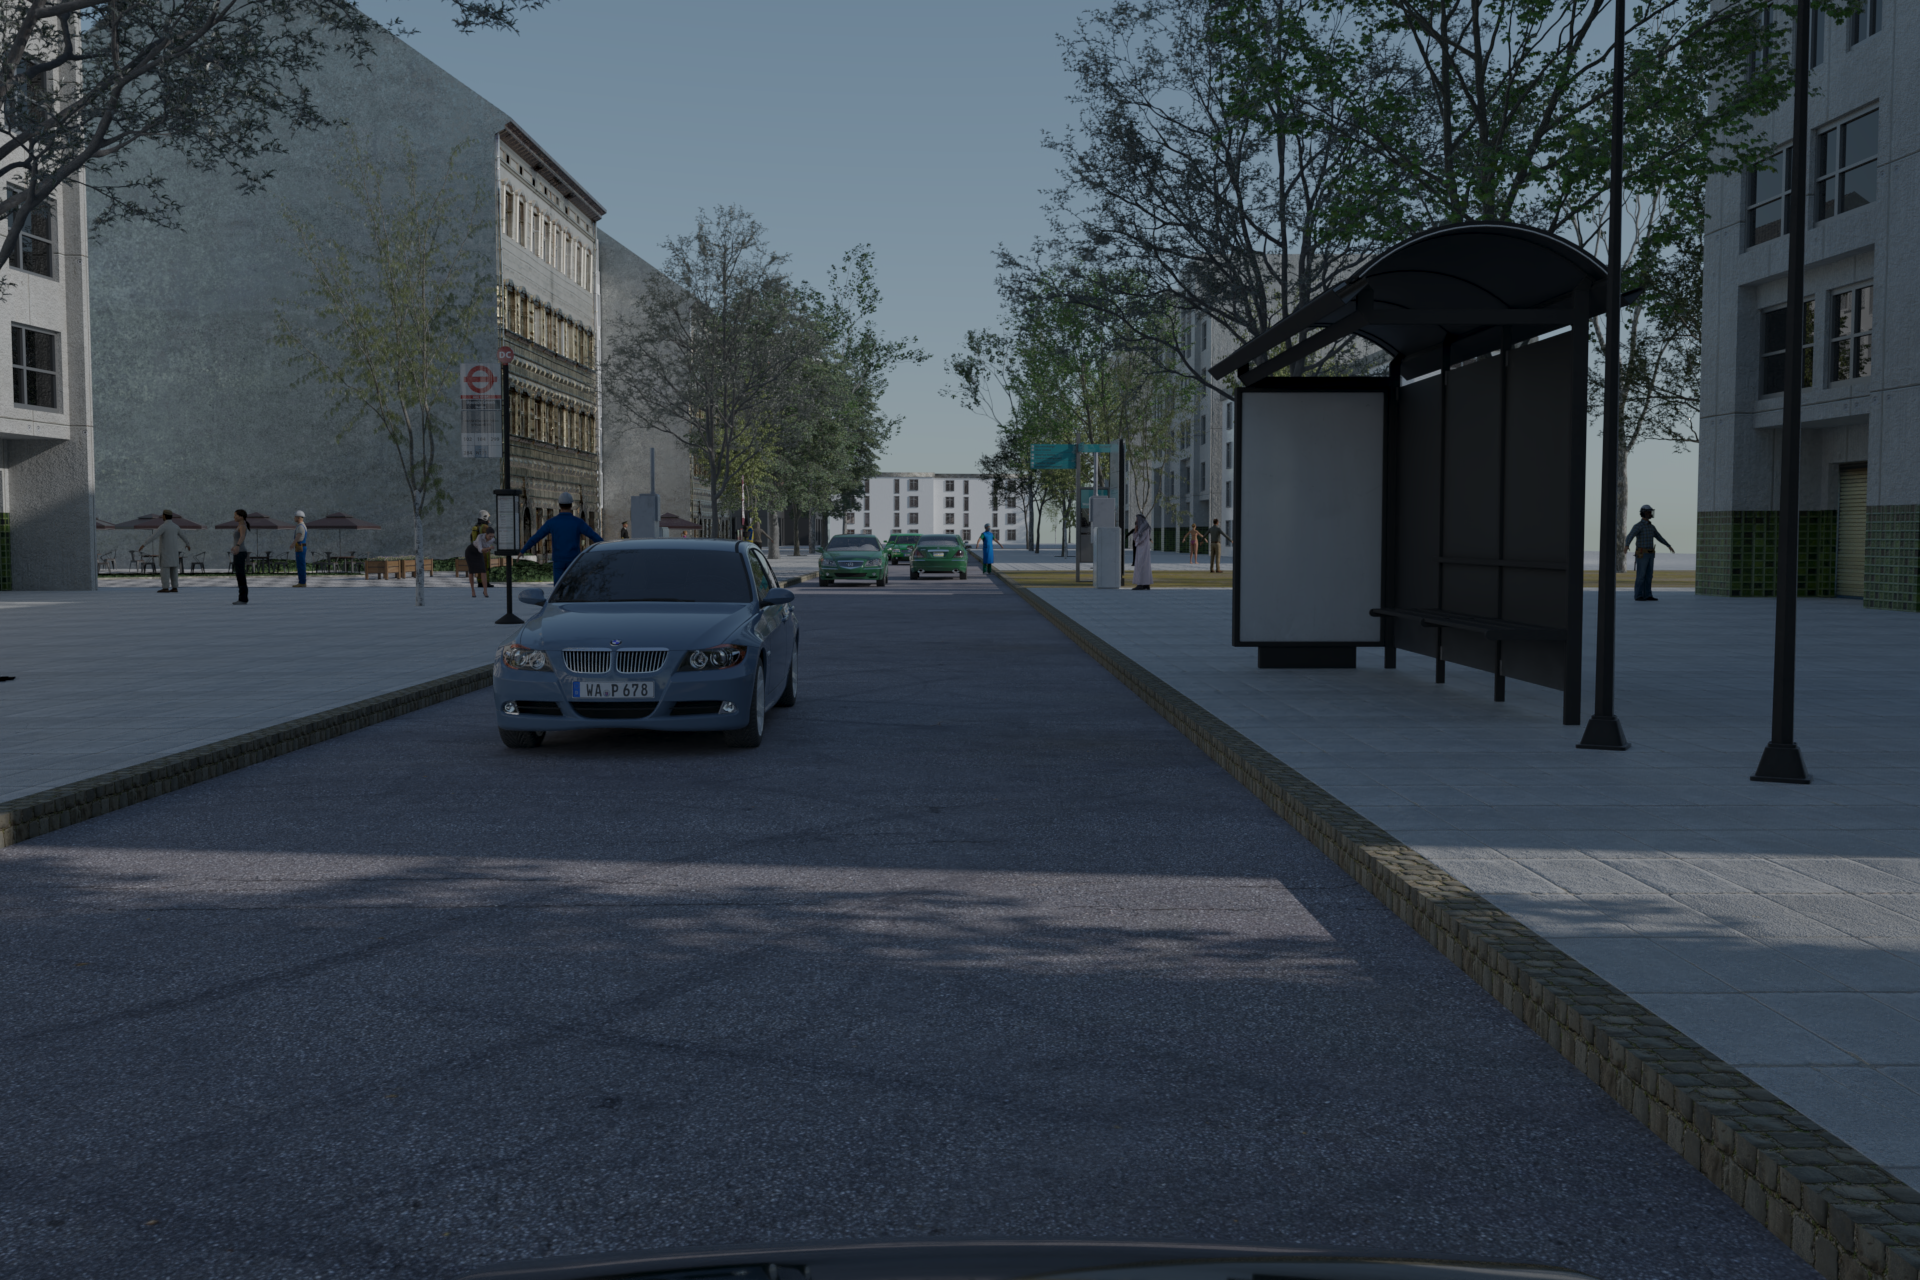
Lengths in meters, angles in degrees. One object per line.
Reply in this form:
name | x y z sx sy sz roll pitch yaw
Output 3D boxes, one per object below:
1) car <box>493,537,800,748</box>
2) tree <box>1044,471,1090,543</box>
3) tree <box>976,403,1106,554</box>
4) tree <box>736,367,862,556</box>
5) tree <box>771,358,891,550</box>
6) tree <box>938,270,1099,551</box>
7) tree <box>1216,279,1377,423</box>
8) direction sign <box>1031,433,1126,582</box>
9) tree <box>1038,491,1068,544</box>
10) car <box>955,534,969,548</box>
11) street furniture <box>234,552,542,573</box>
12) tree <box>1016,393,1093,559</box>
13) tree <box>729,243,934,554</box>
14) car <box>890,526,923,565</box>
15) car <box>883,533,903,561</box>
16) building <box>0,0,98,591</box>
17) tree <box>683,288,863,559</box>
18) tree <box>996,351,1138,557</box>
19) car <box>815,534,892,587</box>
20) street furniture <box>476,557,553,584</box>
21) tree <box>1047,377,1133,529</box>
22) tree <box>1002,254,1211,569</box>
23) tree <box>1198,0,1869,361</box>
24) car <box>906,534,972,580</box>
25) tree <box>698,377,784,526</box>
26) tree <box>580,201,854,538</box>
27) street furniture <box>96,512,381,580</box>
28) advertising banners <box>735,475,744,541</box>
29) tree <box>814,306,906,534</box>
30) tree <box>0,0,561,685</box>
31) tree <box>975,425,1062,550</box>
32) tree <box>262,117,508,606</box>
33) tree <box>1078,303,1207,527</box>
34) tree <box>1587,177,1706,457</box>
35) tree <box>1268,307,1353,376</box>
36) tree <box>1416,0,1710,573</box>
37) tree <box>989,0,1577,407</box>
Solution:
car | -2.216 -0.070 13.144 2.014 1.417 4.499 0 4 -1
tree | 15.047 -19.178 239.313 9.928 11.665 9.643 0 3 0
tree | 5.191 -10.970 113.766 8.767 10.594 7.601 -1 4 -21
tree | -9.454 -10.704 100.763 9.928 11.665 9.643 0 3 0
tree | -9.978 -13.436 126.331 9.857 13.997 8.962 0 3 0
tree | 4.758 -16.595 127.210 12.611 20.169 13.585 0 3 0
tree | 9.155 -5.999 48.452 4.737 8.622 4.395 0 3 0
direction sign | 3.149 -3.459 45.311 2.525 3.948 1.411 0 4 -2
tree | 13.059 -17.225 231.986 4.360 8.622 3.978 0 3 0
car | -0.617 -4.670 88.160 2.131 1.459 4.920 0 3 0
street furniture | -19.267 -2.679 59.421 10.072 0.657 5.734 0 4 -7
tree | 5.255 -8.470 88.850 4.737 8.622 4.395 0 3 0
tree | -8.484 -15.681 112.275 12.611 20.169 13.585 0 3 0
car | -2.309 -4.447 81.503 1.959 1.807 4.718 0 4 0
car | -3.128 -5.176 93.431 1.959 1.807 4.718 0 3 0
building | -27.828 -9.580 23.090 16.747 18.905 31.486 0 4 -1
tree | -9.606 -11.108 88.269 9.857 13.997 8.962 0 3 0
tree | 6.037 -10.473 96.981 9.928 11.665 9.643 0 3 0
car | -2.965 -2.260 48.746 2.131 1.459 4.920 0 4 -1
street furniture | -9.881 -1.976 47.927 5.734 0.657 10.072 0 4 2
tree | 6.004 -7.769 77.386 4.737 8.622 4.395 0 3 0
tree | 5.402 -8.443 63.795 9.928 11.665 9.643 0 3 0
tree | 6.429 -5.800 20.593 9.928 11.665 9.643 0 3 0
car | -0.674 -2.689 55.760 2.131 1.459 4.920 0 4 0
tree | -9.805 -7.877 79.150 4.737 8.622 4.395 0 3 0
tree | -8.939 -9.369 63.548 12.009 13.543 11.850 0 3 0
street furniture | -31.380 -2.644 48.265 27.439 1.986 14.083 0 4 -4
advertising banners | -6.403 -3.322 50.508 0.090 3.025 2.074 0 4 -1
tree | -10.744 -17.781 146.608 12.611 20.169 13.585 0 3 0
tree | -8.626 -6.367 14.463 12.009 13.543 11.850 0 3 0
tree | 5.359 -12.784 143.434 7.601 10.594 8.767 2 4 29
tree | -9.479 -4.922 30.835 4.360 8.622 3.978 0 3 0
tree | 5.810 -6.389 54.821 4.360 8.622 3.978 0 3 0
tree | 19.082 -6.694 43.853 7.601 10.594 8.767 1 4 8
tree | 11.058 -6.448 55.788 4.737 8.622 4.395 0 3 0
tree | 20.966 -12.209 55.514 12.611 20.169 13.585 0 3 0
tree | 6.054 -7.462 32.367 12.009 13.543 11.850 0 3 0
